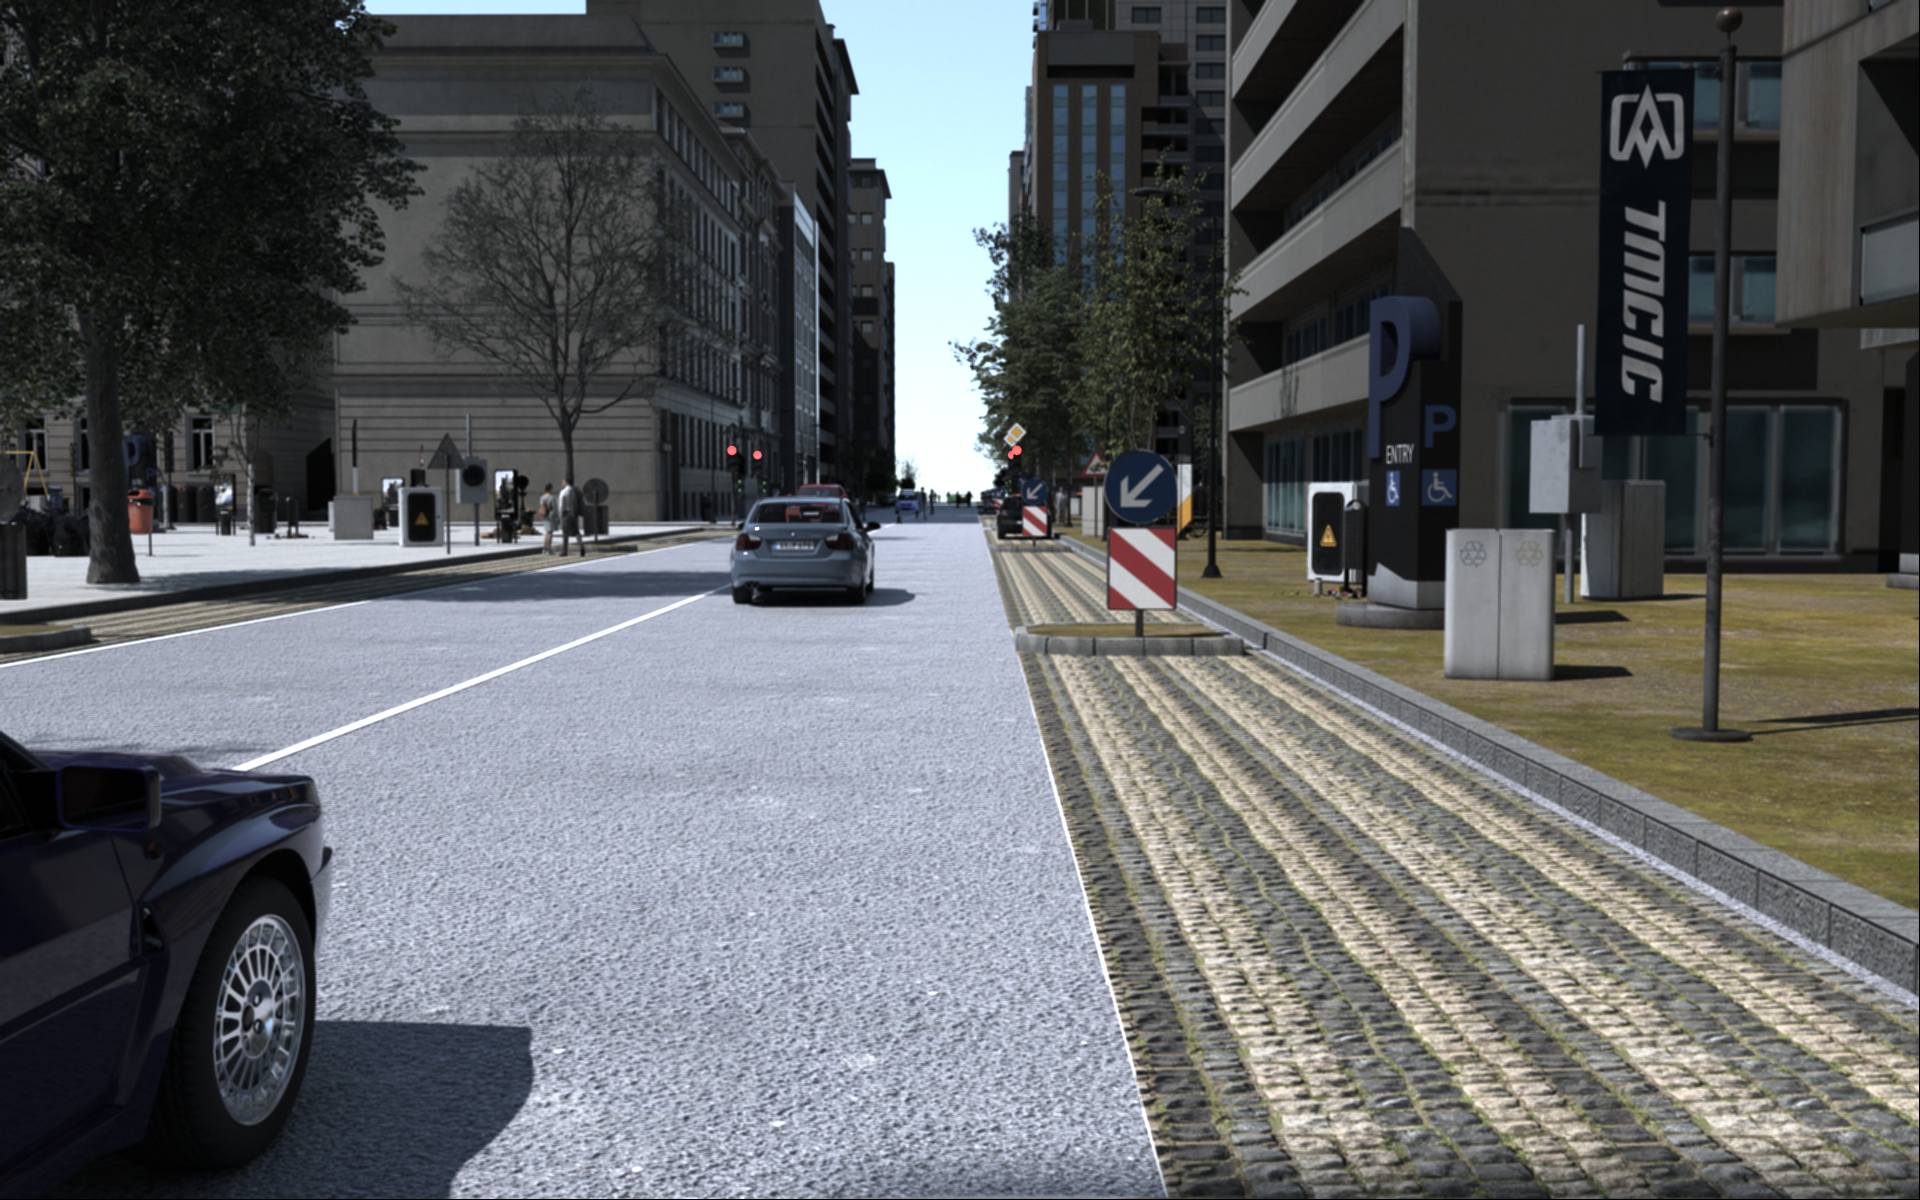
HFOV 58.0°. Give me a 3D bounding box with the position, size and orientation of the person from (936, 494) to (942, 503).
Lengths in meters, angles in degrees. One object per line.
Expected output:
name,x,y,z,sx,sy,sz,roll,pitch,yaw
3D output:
person,-3.224,-15.602,266.847,1.065,1.426,0.557,0,4,4

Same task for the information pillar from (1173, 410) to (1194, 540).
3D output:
information pillar,6.233,-3.462,47.962,0.504,3.616,0.183,3,5,45

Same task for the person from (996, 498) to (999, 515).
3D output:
person,2.616,-6.577,116.004,0.580,1.828,0.573,-1,4,-12

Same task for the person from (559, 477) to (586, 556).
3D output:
person,-8.868,-1.898,39.631,0.850,1.850,0.679,3,5,42

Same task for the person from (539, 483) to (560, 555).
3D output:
person,-9.665,-1.909,40.720,0.512,1.701,0.522,2,4,27

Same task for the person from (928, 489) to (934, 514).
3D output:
person,-2.104,-7.084,124.506,0.526,1.800,0.537,2,4,24

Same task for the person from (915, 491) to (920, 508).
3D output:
person,-3.593,-8.420,147.163,0.512,1.701,0.522,-1,4,-19

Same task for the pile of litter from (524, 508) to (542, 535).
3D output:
pile of litter,-13.730,-2.463,54.232,1.176,0.858,1.719,-3,4,-39

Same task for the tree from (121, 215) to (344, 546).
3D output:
tree,-17.523,-5.656,42.836,4.360,8.622,3.978,0,3,0

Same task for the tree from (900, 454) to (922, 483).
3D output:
tree,-9.140,-22.026,310.478,4.360,8.622,3.978,0,3,0

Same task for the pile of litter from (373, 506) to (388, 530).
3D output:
pile of litter,-20.989,-2.929,61.849,1.176,0.858,1.719,0,4,-4

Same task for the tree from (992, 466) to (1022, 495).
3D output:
tree,5.145,-11.967,179.375,4.285,4.588,4.351,0,3,0

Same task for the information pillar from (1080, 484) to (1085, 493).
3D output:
information pillar,9.026,-7.543,127.824,0.304,2.012,0.304,0,4,-4

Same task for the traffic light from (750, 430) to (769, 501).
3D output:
traffic light,-8.800,-5.312,75.767,0.839,4.253,0.868,0,4,0

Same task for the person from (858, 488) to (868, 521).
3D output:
person,-5.159,-5.103,92.278,0.721,1.781,0.623,-3,5,-43

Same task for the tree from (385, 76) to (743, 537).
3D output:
tree,-11.695,-8.635,51.551,12.009,13.543,11.850,0,3,0

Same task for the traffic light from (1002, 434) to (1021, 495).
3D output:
traffic light,2.261,-5.307,75.698,0.839,4.253,0.868,0,4,0

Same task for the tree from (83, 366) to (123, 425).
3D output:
tree,-30.239,-7.024,65.207,4.360,8.622,3.978,0,3,0

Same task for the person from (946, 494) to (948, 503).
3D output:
person,-1.846,-16.330,275.476,1.348,1.826,0.705,-2,4,-31

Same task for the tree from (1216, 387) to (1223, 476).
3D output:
tree,16.892,-9.304,102.480,4.360,8.622,3.978,0,3,0

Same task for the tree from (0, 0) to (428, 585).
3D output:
tree,-12.117,-7.205,24.451,9.857,13.997,8.962,0,3,0

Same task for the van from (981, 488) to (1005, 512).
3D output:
van,2.590,-7.590,131.104,2.013,2.044,4.112,0,4,1

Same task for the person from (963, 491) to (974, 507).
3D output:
person,0.966,-11.117,190.291,1.348,1.821,0.705,2,4,29

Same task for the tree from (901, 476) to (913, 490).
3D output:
tree,-9.698,-15.614,239.005,4.285,4.588,4.351,0,3,0

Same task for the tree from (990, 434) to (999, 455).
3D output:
tree,4.748,-11.357,136.056,4.737,8.622,4.395,0,3,0

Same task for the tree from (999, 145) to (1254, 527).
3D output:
tree,4.135,-5.341,37.681,4.737,8.622,4.395,0,3,0

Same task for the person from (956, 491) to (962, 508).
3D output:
person,-0.157,-10.510,181.056,0.721,1.735,1.217,-2,4,-27

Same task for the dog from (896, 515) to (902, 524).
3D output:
dog,-3.028,-3.911,84.131,0.550,0.427,0.748,2,4,29

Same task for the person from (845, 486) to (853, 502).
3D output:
person,-6.285,-5.405,96.232,0.648,1.900,0.474,1,4,20

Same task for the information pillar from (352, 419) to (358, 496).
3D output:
information pillar,-18.767,-3.818,53.787,0.183,3.616,0.504,-1,4,-12

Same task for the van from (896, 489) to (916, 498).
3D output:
van,-4.754,-9.127,156.238,2.013,2.044,4.112,0,4,-1

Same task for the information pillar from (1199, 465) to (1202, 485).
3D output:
information pillar,19.191,-8.943,137.578,0.183,3.616,0.504,-3,5,-39

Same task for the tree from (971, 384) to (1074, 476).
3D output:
tree,5.132,-12.821,144.031,8.767,10.594,7.601,-1,4,-9

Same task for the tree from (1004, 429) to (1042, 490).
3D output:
tree,5.851,-12.504,154.806,4.360,8.622,3.978,0,3,0

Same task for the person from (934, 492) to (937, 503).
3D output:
person,-3.940,-16.120,272.076,0.705,1.821,1.348,3,5,40

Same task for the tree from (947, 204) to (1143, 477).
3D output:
tree,5.586,-15.626,111.372,12.611,20.169,13.585,0,3,0

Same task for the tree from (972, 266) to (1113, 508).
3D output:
tree,4.221,-10.287,86.315,7.486,12.596,7.792,0,3,0

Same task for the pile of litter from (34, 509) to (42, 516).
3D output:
pile of litter,-26.677,-2.185,49.686,1.719,0.858,1.176,-2,4,-35

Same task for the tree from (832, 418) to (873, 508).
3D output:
tree,-10.140,-13.115,164.793,4.360,8.622,3.978,0,3,0

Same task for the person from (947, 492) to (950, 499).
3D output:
person,-1.620,-15.049,254.692,0.705,1.807,1.348,-2,4,-27

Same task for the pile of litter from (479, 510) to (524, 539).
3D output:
pile of litter,-13.326,-2.211,50.111,1.176,0.858,1.719,-1,4,-13

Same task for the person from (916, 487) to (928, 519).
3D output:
person,-2.160,-5.489,98.126,0.818,1.842,0.514,3,5,45

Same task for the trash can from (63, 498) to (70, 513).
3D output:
trash can,-35.088,-3.418,67.542,0.748,1.137,0.748,0,3,0

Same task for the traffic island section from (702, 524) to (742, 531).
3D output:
traffic island section,-8.902,-2.791,67.917,2.009,0.180,2.903,0,4,0

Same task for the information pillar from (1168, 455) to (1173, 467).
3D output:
information pillar,12.045,-6.564,98.676,0.183,3.616,0.504,-3,4,-39

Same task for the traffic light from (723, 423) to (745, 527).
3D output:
traffic light,-8.862,-4.823,67.782,0.839,4.253,0.868,0,4,0

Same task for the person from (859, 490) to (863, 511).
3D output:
person,-8.472,-8.613,149.805,0.515,1.767,0.782,0,4,0

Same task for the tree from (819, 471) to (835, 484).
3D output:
tree,-10.514,-8.889,139.941,1.663,3.219,1.824,0,3,0

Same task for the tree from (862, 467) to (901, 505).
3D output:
tree,-10.374,-14.974,228.534,4.285,4.588,4.351,0,3,0

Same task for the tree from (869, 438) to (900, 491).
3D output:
tree,-10.000,-16.596,221.706,4.737,8.622,4.395,0,3,0

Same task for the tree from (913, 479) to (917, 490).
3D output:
tree,-9.184,-19.423,301.286,4.285,4.588,4.351,0,3,0

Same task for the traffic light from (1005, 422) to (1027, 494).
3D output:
traffic light,2.199,-4.819,67.713,0.839,4.253,0.868,0,4,0

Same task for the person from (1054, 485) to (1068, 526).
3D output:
person,4.283,-3.917,72.820,0.678,1.792,0.850,0,4,8

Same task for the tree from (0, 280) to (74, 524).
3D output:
tree,-30.564,-6.412,55.192,4.737,8.622,4.395,0,3,0
